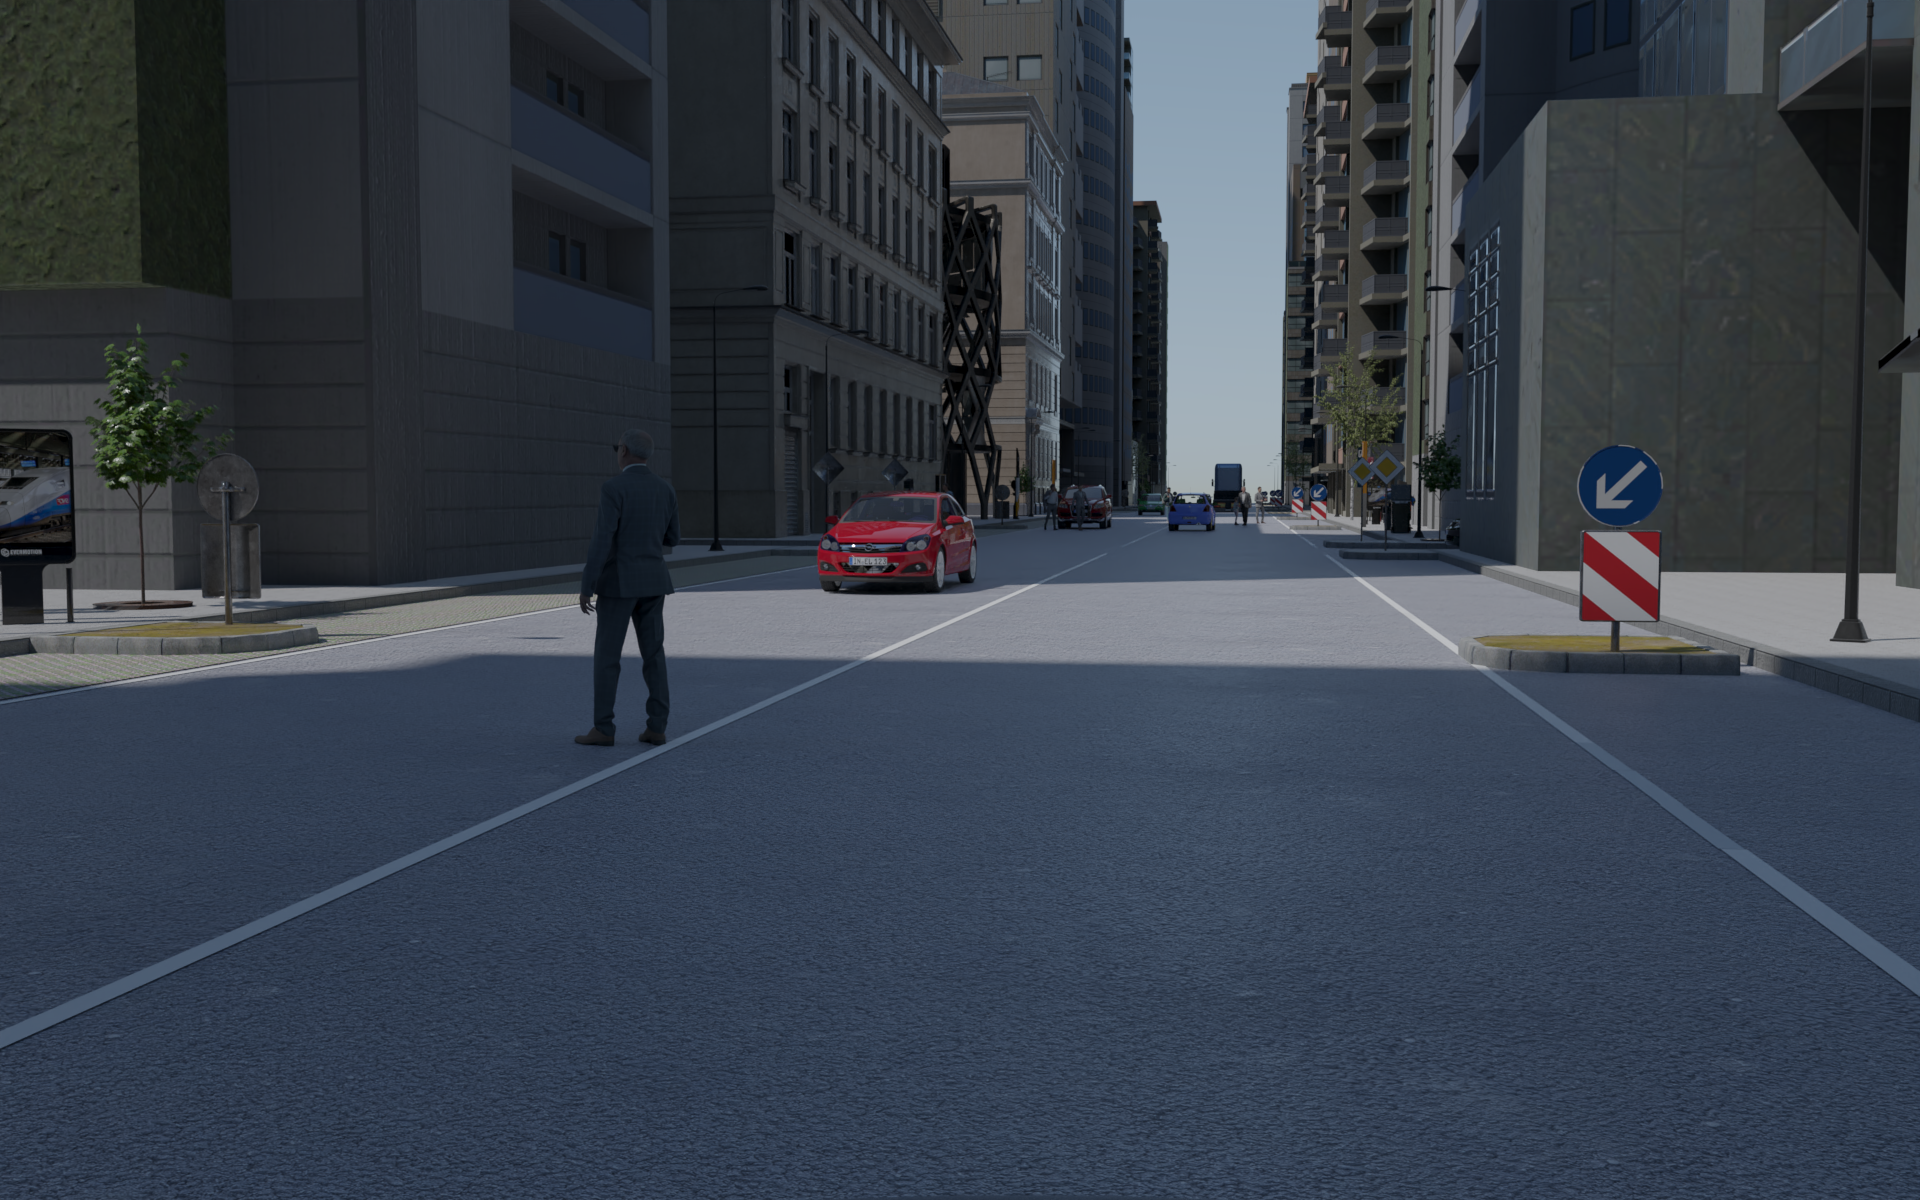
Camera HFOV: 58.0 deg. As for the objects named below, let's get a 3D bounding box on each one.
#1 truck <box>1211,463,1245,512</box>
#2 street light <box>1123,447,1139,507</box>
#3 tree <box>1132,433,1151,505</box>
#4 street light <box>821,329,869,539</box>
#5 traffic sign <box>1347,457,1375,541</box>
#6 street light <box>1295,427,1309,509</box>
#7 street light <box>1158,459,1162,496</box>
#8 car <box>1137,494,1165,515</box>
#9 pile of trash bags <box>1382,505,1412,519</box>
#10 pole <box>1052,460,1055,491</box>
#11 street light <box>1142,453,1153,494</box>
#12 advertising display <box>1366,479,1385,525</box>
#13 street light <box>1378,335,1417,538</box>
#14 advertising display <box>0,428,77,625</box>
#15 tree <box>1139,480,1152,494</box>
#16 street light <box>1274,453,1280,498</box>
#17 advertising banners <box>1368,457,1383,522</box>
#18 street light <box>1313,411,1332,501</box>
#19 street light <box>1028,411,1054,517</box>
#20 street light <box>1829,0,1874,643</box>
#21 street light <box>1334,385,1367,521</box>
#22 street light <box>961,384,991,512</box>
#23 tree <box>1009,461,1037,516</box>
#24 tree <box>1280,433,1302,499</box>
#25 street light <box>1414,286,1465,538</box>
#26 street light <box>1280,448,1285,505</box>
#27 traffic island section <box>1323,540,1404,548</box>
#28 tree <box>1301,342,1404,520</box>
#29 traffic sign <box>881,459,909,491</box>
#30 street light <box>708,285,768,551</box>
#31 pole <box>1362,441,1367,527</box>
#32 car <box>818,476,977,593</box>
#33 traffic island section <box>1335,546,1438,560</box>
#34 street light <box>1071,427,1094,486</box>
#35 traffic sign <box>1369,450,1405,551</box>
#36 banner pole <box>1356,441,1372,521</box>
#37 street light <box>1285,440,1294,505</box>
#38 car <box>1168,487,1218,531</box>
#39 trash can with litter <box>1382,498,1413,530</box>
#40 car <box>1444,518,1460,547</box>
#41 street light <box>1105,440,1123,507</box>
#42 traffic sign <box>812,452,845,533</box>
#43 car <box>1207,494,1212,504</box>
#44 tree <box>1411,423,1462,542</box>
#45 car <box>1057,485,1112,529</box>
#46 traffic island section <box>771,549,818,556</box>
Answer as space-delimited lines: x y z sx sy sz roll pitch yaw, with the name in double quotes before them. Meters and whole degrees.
"truck" 22.604 -9.550 145.906 2.967 4.110 18.799 1 4 9
"street light" 16.876 -12.222 172.367 1.470 5.913 1.316 1 4 9
"tree" 20.201 -15.250 199.699 4.360 8.622 3.978 0 3 0
"street light" -3.248 -4.680 49.057 1.470 5.913 1.316 1 4 9
"traffic sign" 10.881 -2.645 46.890 0.795 2.450 0.064 1 4 9
"street light" 25.242 -9.372 125.779 1.470 5.913 1.316 1 4 9
"street light" 26.130 -15.751 230.074 1.470 5.913 1.316 1 4 9
"car" 13.072 -6.691 118.193 1.959 1.807 4.718 0 4 8
"pile of trash bags" 22.186 -4.748 87.379 1.912 1.369 3.447 0 4 -7
"pole" 5.586 -6.697 103.332 0.158 3.312 0.155 0 3 0
"street light" 20.709 -13.652 195.754 1.470 5.913 1.316 1 4 9
"advertising display" 17.474 -4.127 72.691 0.974 1.923 0.123 -1 4 -19
"street light" 12.894 -4.773 50.583 1.470 5.913 1.316 1 4 9
"advertising display" -9.253 -0.724 17.044 0.974 1.923 0.123 -2 4 -33
"tree" 22.733 -13.334 212.618 1.663 3.219 1.824 0 3 0
"street light" 38.567 -14.395 207.904 1.470 5.913 1.316 1 4 9
"advertising banners" 19.442 -5.144 80.298 0.090 3.025 2.074 -1 4 -18
"street light" 20.673 -7.630 97.290 1.470 5.913 1.316 1 4 9
"street light" 4.527 -7.603 96.847 1.470 5.913 1.316 1 4 9
"street light" 7.228 -2.597 15.009 1.470 5.913 1.316 1 4 9
"street light" 16.746 -6.202 73.943 1.470 5.913 1.316 1 4 9
"street light" 0.633 -6.175 73.494 1.470 5.913 1.316 1 4 9
"tree" 3.599 -6.495 100.801 1.663 3.219 1.824 0 3 0
"tree" 39.443 -15.478 203.434 4.737 8.622 4.395 0 3 0
"street light" 11.071 -4.046 38.698 1.470 5.913 1.316 1 4 9
"street light" 32.974 -12.249 172.804 1.470 5.913 1.316 1 4 9
"traffic island section" 10.906 -1.510 46.963 2.009 0.180 2.903 1 4 9
"tree" 19.405 -8.200 84.435 4.737 8.622 4.395 0 3 0
"traffic sign" -1.842 -2.773 48.975 0.795 2.450 0.064 1 4 9
"street light" -4.958 -4.049 38.749 1.470 5.913 1.316 1 4 9
"pole" 15.641 -4.475 67.014 0.158 3.312 0.155 0 3 0
"car" -0.905 -1.076 26.633 2.155 1.783 4.494 1 4 10
"traffic island section" 9.622 -1.028 39.082 2.009 0.180 2.903 1 4 9
"street light" 8.304 -9.034 120.240 1.470 5.913 1.316 1 4 9
"traffic sign" 9.597 -2.163 39.008 0.795 2.450 0.064 1 4 9
"banner pole" 19.116 -5.604 81.637 0.863 3.779 0.401 0 3 0
"street light" 28.989 -10.802 149.155 1.470 5.913 1.316 1 4 9
"car" 9.155 -3.584 68.190 1.945 1.707 3.694 1 4 11
"trash can with litter" 15.306 -3.004 60.508 1.055 1.170 0.624 2 4 32
"car" 14.152 -2.015 42.734 4.222 1.686 2.009 1 4 9
"street light" 13.052 -10.793 149.003 1.470 5.913 1.316 1 4 9
"traffic sign" -3.126 -2.291 41.094 0.795 2.450 0.064 1 4 9
"car" 33.456 -13.906 236.397 2.155 1.783 4.494 1 4 9
"tree" 13.060 -3.207 47.035 1.663 3.219 1.824 0 3 0
"car" 5.261 -3.915 72.680 2.281 1.827 5.304 1 4 8
"traffic island section" -3.151 -1.155 41.159 2.009 0.180 2.903 1 4 9
